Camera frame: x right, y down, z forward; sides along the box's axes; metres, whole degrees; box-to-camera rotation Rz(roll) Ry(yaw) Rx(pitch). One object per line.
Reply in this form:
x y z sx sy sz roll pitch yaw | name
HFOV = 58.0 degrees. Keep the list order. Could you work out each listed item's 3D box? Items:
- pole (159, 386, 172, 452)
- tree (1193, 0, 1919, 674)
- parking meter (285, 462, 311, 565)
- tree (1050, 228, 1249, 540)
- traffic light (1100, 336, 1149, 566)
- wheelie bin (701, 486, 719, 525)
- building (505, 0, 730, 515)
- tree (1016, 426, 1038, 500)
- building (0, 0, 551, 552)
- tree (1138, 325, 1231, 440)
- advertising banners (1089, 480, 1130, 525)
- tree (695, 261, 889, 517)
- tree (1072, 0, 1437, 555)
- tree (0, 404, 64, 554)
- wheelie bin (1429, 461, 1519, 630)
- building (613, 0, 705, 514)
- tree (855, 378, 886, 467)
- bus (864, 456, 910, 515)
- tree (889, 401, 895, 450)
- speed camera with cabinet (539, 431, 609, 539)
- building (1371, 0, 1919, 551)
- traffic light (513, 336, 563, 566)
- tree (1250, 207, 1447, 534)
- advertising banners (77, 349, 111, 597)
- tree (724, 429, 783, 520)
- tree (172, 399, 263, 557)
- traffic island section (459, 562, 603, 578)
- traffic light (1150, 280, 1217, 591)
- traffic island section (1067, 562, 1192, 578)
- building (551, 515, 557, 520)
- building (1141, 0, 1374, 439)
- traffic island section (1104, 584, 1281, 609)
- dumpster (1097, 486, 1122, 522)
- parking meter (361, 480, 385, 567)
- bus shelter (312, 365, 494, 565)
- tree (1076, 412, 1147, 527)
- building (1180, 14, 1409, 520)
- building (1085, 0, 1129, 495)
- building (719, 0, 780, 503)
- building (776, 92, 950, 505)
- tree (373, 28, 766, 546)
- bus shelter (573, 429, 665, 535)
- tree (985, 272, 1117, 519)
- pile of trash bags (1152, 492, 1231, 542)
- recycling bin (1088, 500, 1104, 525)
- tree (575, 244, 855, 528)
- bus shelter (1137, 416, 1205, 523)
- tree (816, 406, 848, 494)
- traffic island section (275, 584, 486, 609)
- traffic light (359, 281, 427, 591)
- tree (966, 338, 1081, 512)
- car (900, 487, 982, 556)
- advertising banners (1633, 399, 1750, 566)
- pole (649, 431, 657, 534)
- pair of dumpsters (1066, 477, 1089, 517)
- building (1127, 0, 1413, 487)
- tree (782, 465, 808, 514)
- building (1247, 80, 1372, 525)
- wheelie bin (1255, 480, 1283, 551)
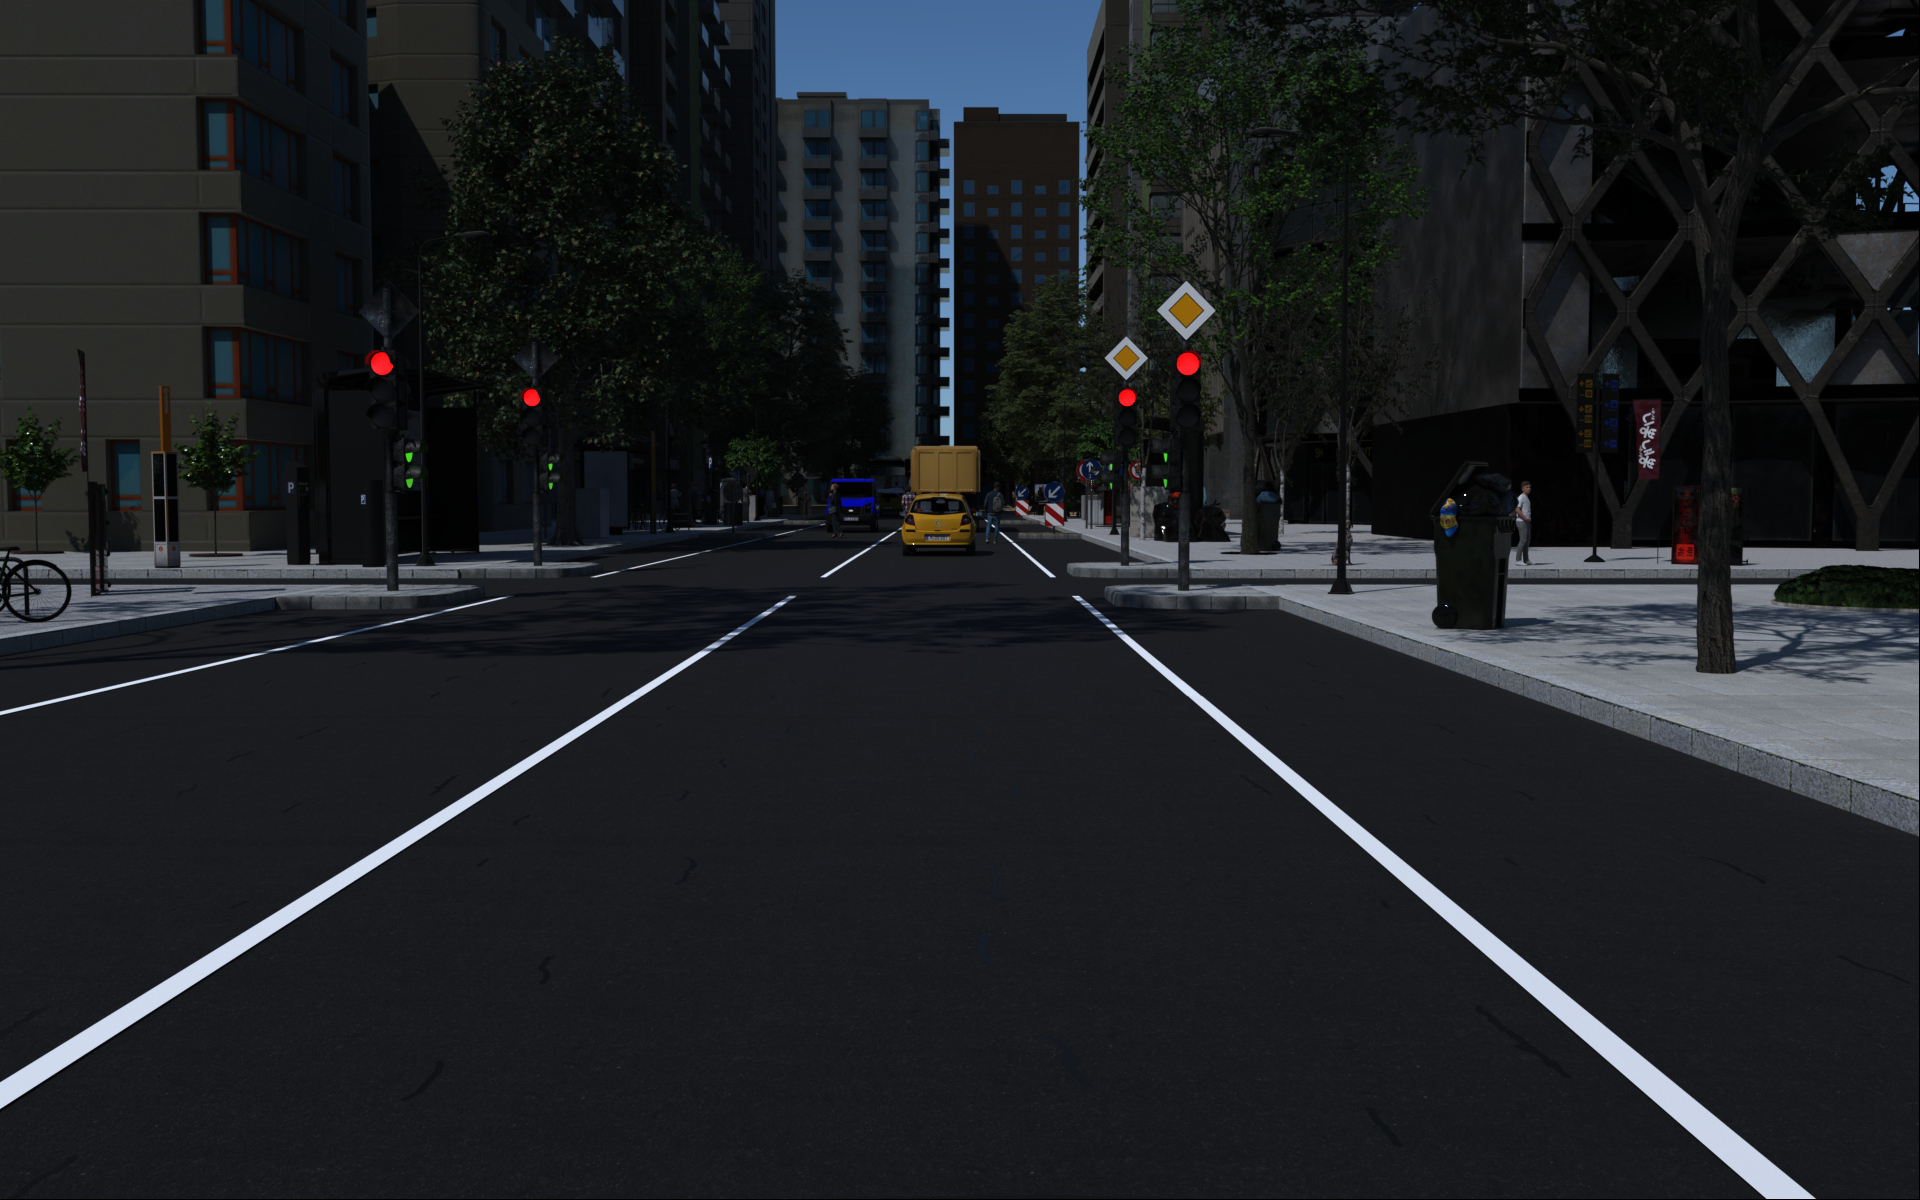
-15.002 -2.380 32.757 0.158 3.312 0.155 0 3 0 | pole
5.109 -4.753 12.127 7.601 10.594 8.767 -1 4 -11 | tree
-11.997 -1.570 31.387 0.399 1.863 0.255 2 4 32 | parking meter
4.938 -5.977 48.090 4.360 8.622 3.978 0 3 0 | tree
2.933 -2.567 30.890 0.839 4.253 0.868 0 4 0 | traffic light
-10.439 -3.940 72.326 0.693 1.594 0.980 -1 4 -19 | wheelie bin
-30.111 -31.589 136.094 23.786 49.044 30.456 0 4 0 | building
5.005 -11.930 145.416 4.737 8.622 4.395 0 3 0 | tree
-29.706 -12.681 52.370 27.650 21.520 28.899 0 4 0 | building
9.484 -7.491 72.839 4.737 8.622 4.395 0 3 0 | tree
6.144 -4.570 70.907 2.074 3.025 0.090 -1 4 -14 | advertising banners
-10.345 -11.618 96.605 9.857 13.997 8.962 0 3 0 | tree
5.984 -6.773 36.497 9.928 11.665 9.643 0 3 0 | tree
-20.025 -2.609 37.259 1.663 3.219 1.824 0 3 0 | tree
4.940 -0.532 16.610 0.693 1.594 0.980 2 4 34 | wheelie bin
-24.880 -26.278 113.242 14.154 41.232 14.086 0 4 0 | building
-10.148 -13.992 154.522 9.928 11.665 9.643 0 3 0 | tree
-4.703 -7.539 114.812 2.896 3.916 12.252 0 4 -1 | bus
-11.207 -16.069 169.387 9.857 13.997 8.962 0 3 0 | tree
-11.231 -3.424 50.316 2.038 3.252 0.660 1 4 19 | speed camera with cabinet
21.516 -10.948 46.447 16.811 18.784 16.820 0 4 0 | building
-7.529 -2.564 30.847 0.839 4.253 0.868 0 4 0 | traffic light
10.447 -5.822 45.551 4.360 8.622 3.978 0 3 0 | tree
-10.978 -1.575 21.938 0.090 3.025 2.074 -1 4 -19 | advertising banners
-10.401 -6.355 87.622 4.285 4.588 4.351 0 3 0 | tree
-15.446 -2.515 35.726 1.663 3.219 1.824 0 3 0 | tree
-7.569 -0.532 30.982 2.009 0.180 2.903 0 4 0 | traffic island section
2.953 -2.079 22.905 0.839 4.253 0.868 0 4 0 | traffic light
2.973 -0.534 31.004 2.009 0.180 2.903 0 4 0 | traffic island section
-29.912 -28.717 89.136 23.786 49.044 30.456 0 4 0 | building
18.937 -26.400 115.229 14.154 41.232 14.086 0 4 0 | building
2.993 -0.045 23.019 2.009 0.180 2.903 0 4 0 | traffic island section
6.668 -4.271 75.591 1.264 1.857 1.865 0 4 0 | dumpster
-10.329 -1.349 30.459 0.372 1.533 0.369 0 3 0 | parking meter
-10.859 -2.630 34.285 1.731 3.624 6.357 0 4 0 | bus shelter
6.000 -5.146 67.855 4.285 4.588 4.351 0 3 0 | tree
19.455 -16.988 95.779 12.078 24.808 19.932 0 4 0 | building
23.239 -32.921 161.955 21.300 48.544 21.600 0 4 0 | building
-28.401 -44.299 162.533 20.611 71.187 20.563 0 4 0 | building
-16.480 -36.061 209.210 30.456 49.044 23.786 0 4 0 | building
-9.886 -7.723 43.282 9.611 12.733 9.660 0 3 0 | tree
-11.103 -3.834 56.608 2.014 3.302 5.546 0 3 0 | bus shelter
4.953 -10.453 89.040 7.486 12.596 7.792 0 3 0 | tree
6.229 -2.320 47.677 1.912 1.369 3.447 0 4 -4 | pile of trash bags
5.759 -3.624 71.814 0.722 1.027 0.722 2 4 24 | recycling bin
-10.600 -8.575 65.956 9.928 11.665 9.643 0 3 0 | tree
6.608 -3.929 55.526 1.731 3.624 6.357 0 4 0 | bus shelter
-10.702 -11.512 138.587 4.360 8.622 3.978 0 3 0 | tree
-7.548 -0.044 22.997 2.009 0.180 2.903 0 4 0 | traffic island section
-7.508 -2.076 22.862 0.839 4.253 0.868 0 4 0 | traffic light
5.272 -12.576 122.630 9.611 12.733 9.660 0 3 0 | tree
-0.472 -1.913 41.504 2.015 1.641 3.980 0 4 1 | car
13.236 -2.157 31.447 2.074 3.025 0.090 3 5 39 | advertising banners
-9.896 -3.788 55.781 0.158 3.312 0.155 0 3 0 | pole
6.429 -5.849 98.122 1.574 2.255 4.437 0 4 0 | pair of dumpsters
23.775 -36.323 135.878 21.231 58.520 28.212 0 4 0 | building
-10.659 -7.288 113.761 1.663 3.219 1.824 0 3 0 | tree
21.042 -12.781 76.424 16.820 18.784 16.811 0 4 0 | building
6.802 -1.895 38.885 0.693 1.594 0.980 -2 4 -35 | wheelie bin
